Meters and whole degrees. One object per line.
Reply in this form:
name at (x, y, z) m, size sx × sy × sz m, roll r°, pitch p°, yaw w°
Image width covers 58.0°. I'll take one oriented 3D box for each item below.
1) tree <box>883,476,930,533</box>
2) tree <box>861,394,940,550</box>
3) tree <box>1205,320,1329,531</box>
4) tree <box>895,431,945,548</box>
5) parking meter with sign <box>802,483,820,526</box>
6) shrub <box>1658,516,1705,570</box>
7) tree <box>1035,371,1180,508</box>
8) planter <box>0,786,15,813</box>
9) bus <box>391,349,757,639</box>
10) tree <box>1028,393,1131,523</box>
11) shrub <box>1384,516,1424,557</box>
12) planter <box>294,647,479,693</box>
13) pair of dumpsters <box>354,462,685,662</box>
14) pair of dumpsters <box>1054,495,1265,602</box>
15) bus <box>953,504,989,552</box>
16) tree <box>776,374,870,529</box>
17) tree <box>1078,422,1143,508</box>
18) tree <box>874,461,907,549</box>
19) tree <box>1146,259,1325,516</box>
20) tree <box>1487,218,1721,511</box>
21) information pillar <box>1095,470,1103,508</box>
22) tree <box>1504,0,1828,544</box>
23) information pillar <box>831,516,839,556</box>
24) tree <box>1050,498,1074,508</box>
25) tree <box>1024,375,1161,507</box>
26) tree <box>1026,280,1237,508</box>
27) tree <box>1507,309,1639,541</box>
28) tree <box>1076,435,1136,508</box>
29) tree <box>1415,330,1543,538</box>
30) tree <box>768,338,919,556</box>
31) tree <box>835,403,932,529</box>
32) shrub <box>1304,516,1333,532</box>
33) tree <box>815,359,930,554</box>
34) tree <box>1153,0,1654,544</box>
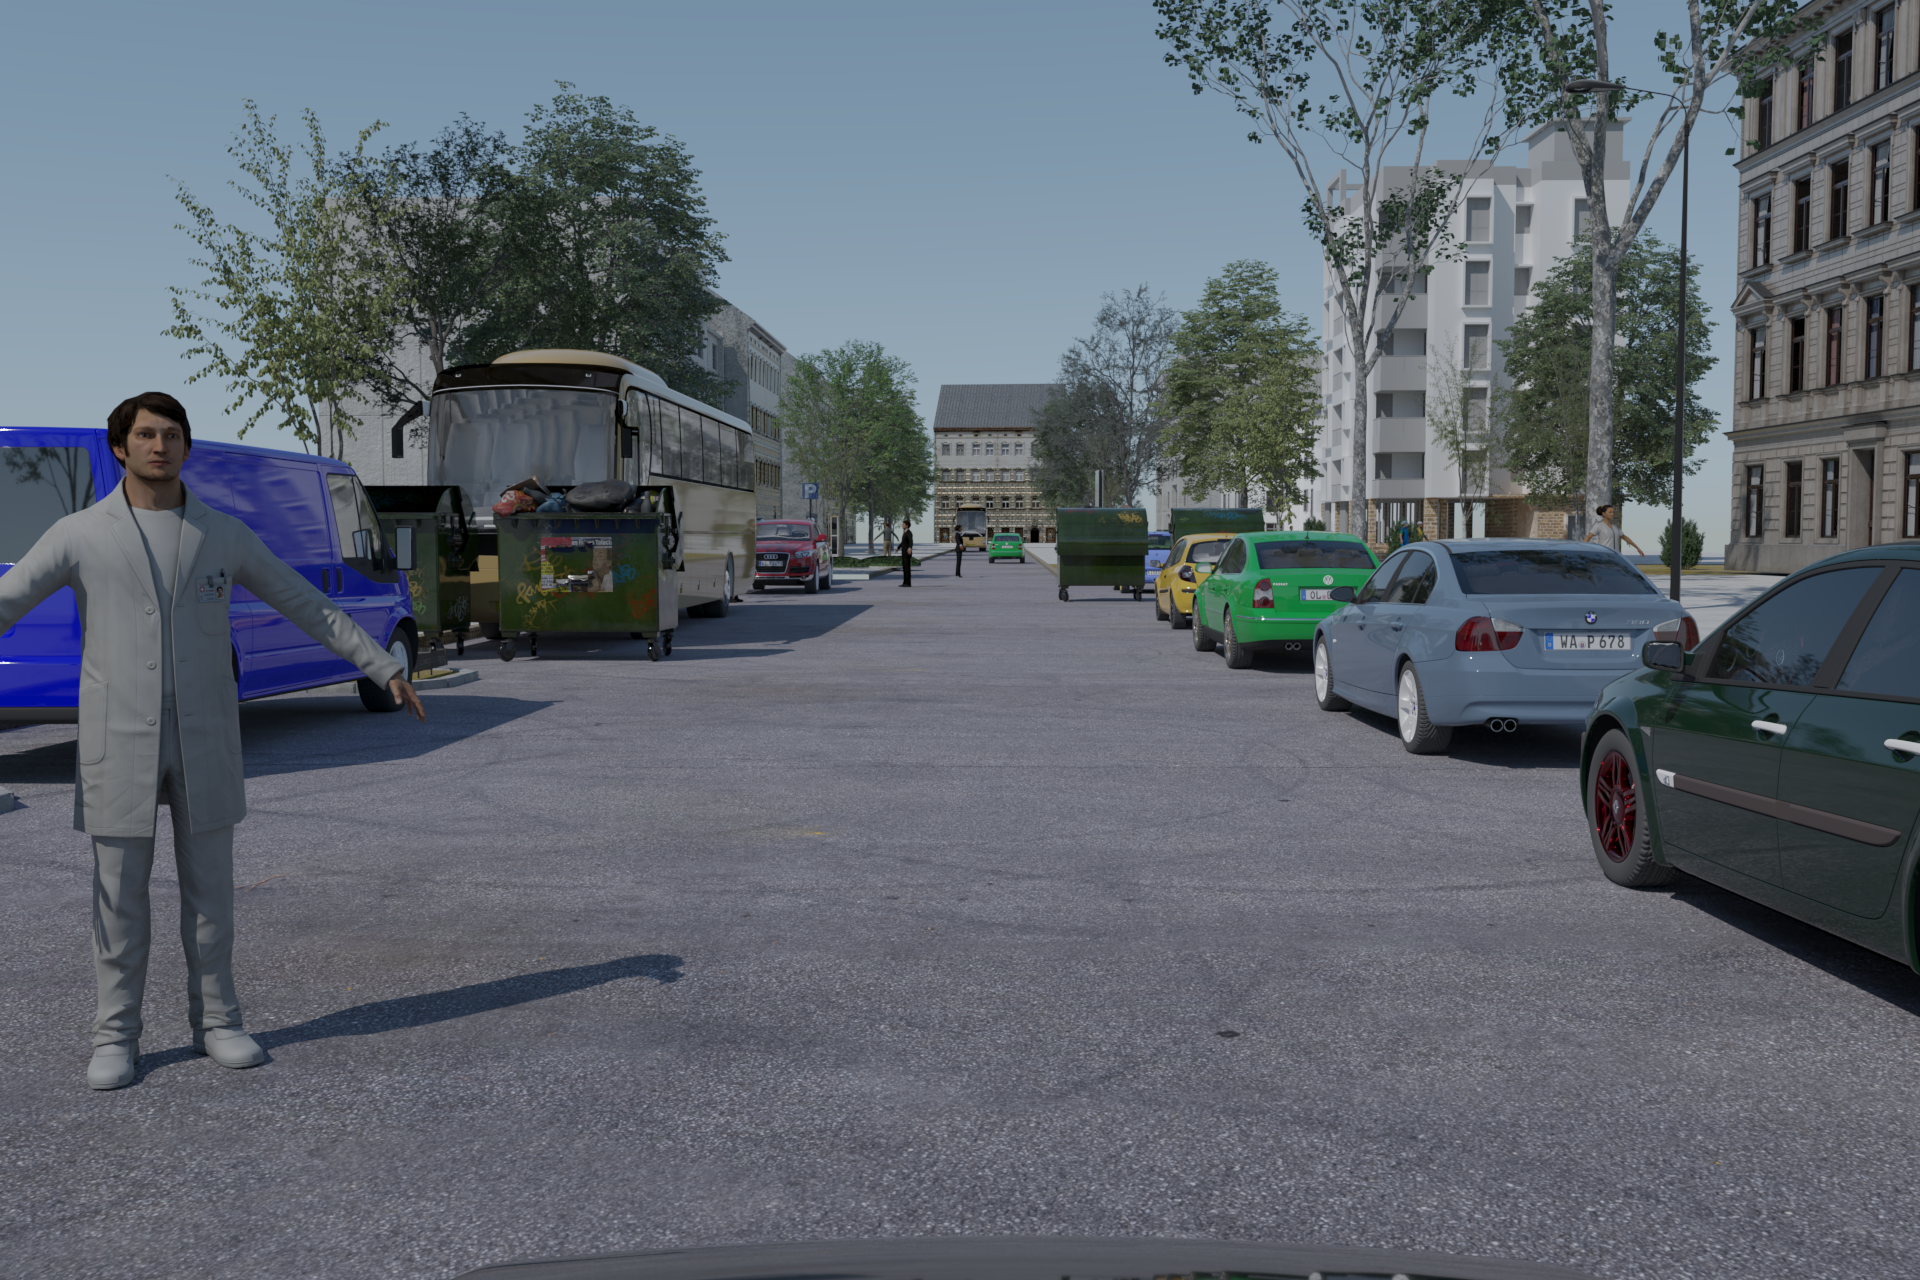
tree at (-7.689, -20.410, 251.826) m, size 7.486 × 12.596 × 7.792 m, roll 0°, pitch 3°, yaw 0°
tree at (-5.444, -13.456, 138.131) m, size 7.486 × 12.596 × 7.792 m, roll 0°, pitch 3°, yaw 0°
tree at (10.653, -6.629, 58.739) m, size 4.737 × 8.622 × 4.395 m, roll 0°, pitch 3°, yaw 0°
tree at (-4.886, -14.360, 160.549) m, size 9.928 × 11.665 × 9.643 m, roll 0°, pitch 3°, yaw 0°
parking meter with sign at (-5.081, -3.900, 60.019) m, size 0.543 × 3.016 × 1.738 m, roll 0°, pitch 4°, yaw 2°
shrub at (25.996, -3.548, 62.435) m, size 1.690 × 2.028 × 1.600 m, roll 0°, pitch 3°, yaw 0°
tree at (8.676, -10.007, 98.031) m, size 8.767 × 10.594 × 7.601 m, roll -1°, pitch 4°, yaw -18°
planter at (-5.926, 0.770, 8.550) m, size 1.991 × 0.319 × 1.994 m, roll 0°, pitch 4°, yaw 1°
bus at (-5.251, -2.158, 26.836) m, size 2.896 × 3.916 × 12.252 m, roll 0°, pitch 4°, yaw 1°
tree at (10.348, -14.824, 149.024) m, size 9.857 × 13.997 × 8.962 m, roll 0°, pitch 3°, yaw 0°
shrub at (18.333, -4.103, 71.500) m, size 1.690 × 2.028 × 1.600 m, roll 0°, pitch 3°, yaw 0°
planter at (-5.741, 0.280, 16.569) m, size 1.991 × 0.319 × 1.994 m, roll 0°, pitch 4°, yaw 2°
pair of dumpsters at (-5.466, -0.913, 19.871) m, size 4.436 × 2.255 × 1.574 m, roll 0°, pitch 4°, yaw 2°
pair of dumpsters at (4.228, -1.961, 37.015) m, size 4.436 × 2.255 × 1.574 m, roll 0°, pitch 4°, yaw 0°
bus at (1.007, -9.313, 143.820) m, size 2.896 × 3.916 × 12.252 m, roll 0°, pitch 4°, yaw 1°
tree at (-6.816, -7.921, 79.879) m, size 4.360 × 8.622 × 3.978 m, roll 0°, pitch 3°, yaw 0°
tree at (8.895, -9.597, 107.271) m, size 4.360 × 8.622 × 3.978 m, roll 0°, pitch 3°, yaw 0°
tree at (-5.706, -12.030, 147.045) m, size 4.737 × 8.622 × 4.395 m, roll 0°, pitch 3°, yaw 0°
tree at (11.513, -9.429, 72.296) m, size 7.486 × 12.596 × 7.792 m, roll 0°, pitch 3°, yaw 0°
tree at (26.581, -10.066, 71.236) m, size 9.857 × 13.997 × 8.962 m, roll 0°, pitch 3°, yaw 0°
information pillar at (5.144, -4.452, 64.105) m, size 0.184 × 3.620 × 1.656 m, roll 0°, pitch 4°, yaw 0°
tree at (11.086, -10.394, 25.829) m, size 12.611 × 20.169 × 13.585 m, roll 0°, pitch 3°, yaw 0°
information pillar at (-5.131, -4.066, 70.978) m, size 0.304 × 2.012 × 0.304 m, roll 0°, pitch 4°, yaw 2°
tree at (10.142, -12.742, 158.695) m, size 4.737 × 8.622 × 4.395 m, roll 0°, pitch 3°, yaw 0°
tree at (9.952, -13.457, 130.394) m, size 12.009 × 13.543 × 11.850 m, roll 0°, pitch 3°, yaw 0°
tree at (8.346, -10.662, 84.694) m, size 12.009 × 13.543 × 11.850 m, roll 0°, pitch 3°, yaw 0°
tree at (20.271, -6.478, 56.279) m, size 4.360 × 8.622 × 3.978 m, roll 0°, pitch 3°, yaw 0°
tree at (9.345, -10.290, 118.600) m, size 4.360 × 8.622 × 3.978 m, roll 0°, pitch 3°, yaw 0°
tree at (18.161, -6.873, 62.742) m, size 4.360 × 8.622 × 3.978 m, roll 0°, pitch 3°, yaw 0°
tree at (-6.072, -10.091, 90.747) m, size 9.928 × 11.665 × 9.643 m, roll 0°, pitch 3°, yaw 0°
tree at (-5.611, -12.403, 128.549) m, size 9.928 × 11.665 × 9.643 m, roll 0°, pitch 3°, yaw 0°
shrub at (13.496, -3.776, 66.154) m, size 1.690 × 2.028 × 1.600 m, roll 0°, pitch 3°, yaw 0°
tree at (-5.734, -11.849, 111.854) m, size 7.486 × 12.596 × 7.792 m, roll 0°, pitch 3°, yaw 0°
tree at (11.834, -11.538, 44.530) m, size 12.611 × 20.169 × 13.585 m, roll 0°, pitch 3°, yaw 0°
